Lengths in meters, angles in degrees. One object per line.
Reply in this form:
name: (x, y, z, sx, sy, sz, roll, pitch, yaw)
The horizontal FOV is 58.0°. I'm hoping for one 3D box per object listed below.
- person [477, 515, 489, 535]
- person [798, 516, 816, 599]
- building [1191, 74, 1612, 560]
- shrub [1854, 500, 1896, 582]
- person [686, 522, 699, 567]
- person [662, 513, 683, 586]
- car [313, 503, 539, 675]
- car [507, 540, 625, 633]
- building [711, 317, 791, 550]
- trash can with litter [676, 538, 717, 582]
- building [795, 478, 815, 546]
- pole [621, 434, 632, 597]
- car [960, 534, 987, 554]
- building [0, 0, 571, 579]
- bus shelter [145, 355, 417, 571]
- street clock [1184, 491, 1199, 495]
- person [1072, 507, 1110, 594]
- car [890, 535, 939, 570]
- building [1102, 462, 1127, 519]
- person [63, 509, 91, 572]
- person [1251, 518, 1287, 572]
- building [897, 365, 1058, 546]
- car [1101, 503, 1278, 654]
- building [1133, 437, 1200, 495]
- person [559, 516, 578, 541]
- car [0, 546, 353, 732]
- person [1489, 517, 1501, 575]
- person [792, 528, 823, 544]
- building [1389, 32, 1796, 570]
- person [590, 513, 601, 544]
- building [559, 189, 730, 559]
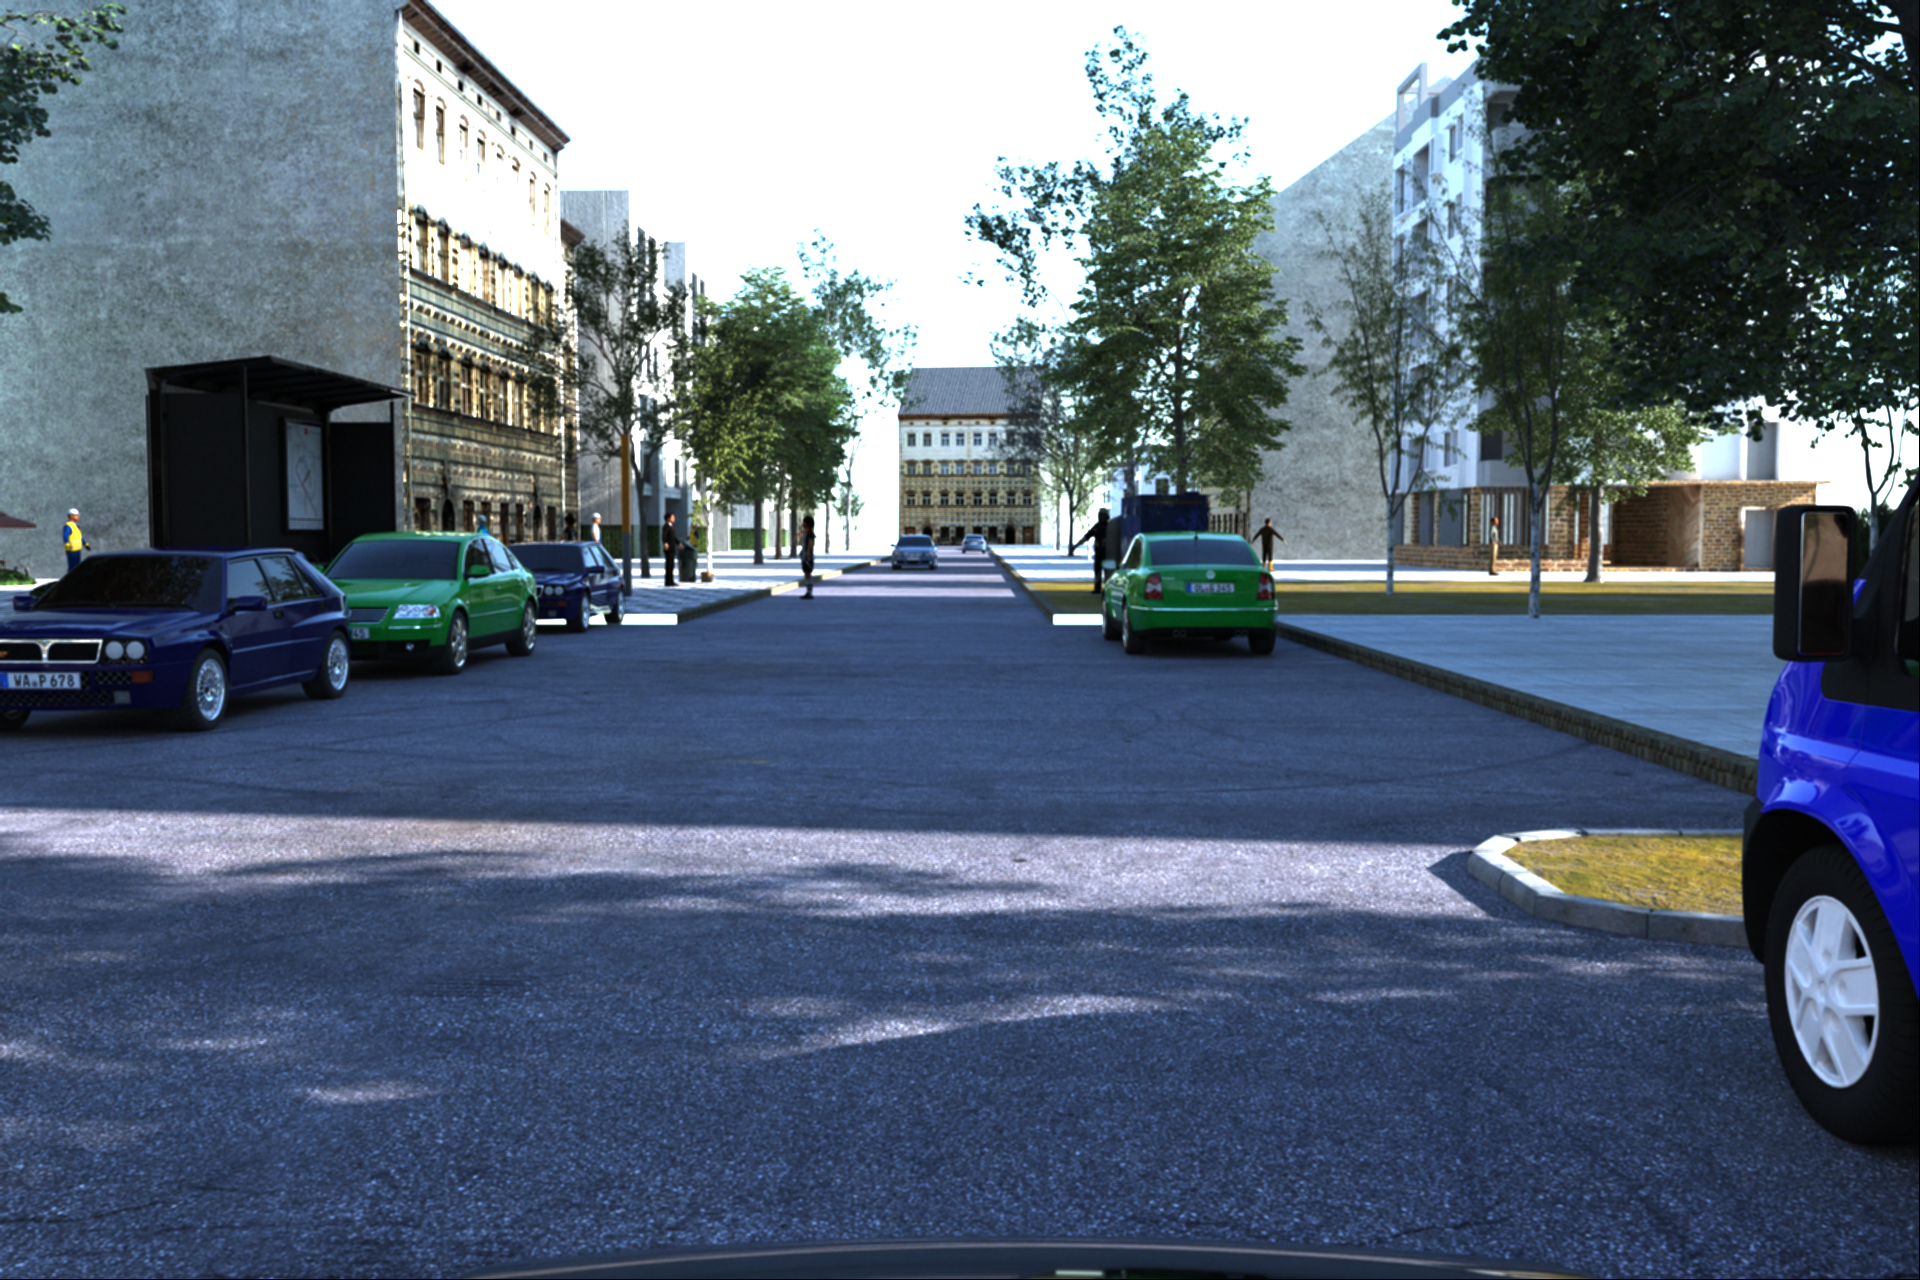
person: (-13.670, -2.649, 49.436, 0.704, 1.817, 1.347, 0, 4, 2)
person: (-3.389, -1.815, 38.284, 0.704, 1.843, 1.345, -1, 4, -11)
building: (23.248, -15.993, 92.413, 19.493, 23.208, 18.063, 0, 3, 0)
shrub: (19.202, -1.929, 35.953, 1.690, 2.028, 1.600, 0, 3, 0)
person: (-10.310, -3.675, 66.545, 0.721, 1.772, 1.216, -2, 4, -29)
person: (-7.107, -2.224, 42.554, 0.705, 1.806, 1.347, 0, 4, 7)
car: (-5.953, -0.626, 19.025, 1.959, 1.807, 4.718, 0, 4, 1)
car: (-6.271, -0.843, 26.370, 1.945, 1.354, 3.894, 0, 4, 1)
building: (-24.966, -17.769, 156.979, 16.747, 18.905, 31.486, 0, 4, 1)
trash can with litter: (-7.013, -2.122, 46.076, 1.055, 1.170, 0.624, 0, 4, 1)
building: (-26.184, -21.978, 190.276, 19.493, 23.208, 18.063, 0, 4, 1)
pole: (-6.818, -2.542, 35.406, 0.158, 3.312, 0.155, 0, 3, 0)
car: (1.026, -7.152, 128.942, 2.014, 1.417, 4.499, 0, 3, 0)
building: (-24.696, -13.853, 57.433, 19.493, 23.208, 18.063, 0, 4, 1)
bus shelter: (-9.916, -2.118, 25.909, 1.731, 3.624, 6.357, 0, 3, 0)
street clock: (3.935, -1.523, 29.466, 0.358, 2.002, 0.471, 0, 4, 1)
person: (3.052, -1.918, 37.136, 1.354, 1.856, 0.705, 2, 4, 28)
car: (-1.829, -3.591, 70.723, 2.014, 1.417, 4.499, 0, 4, 1)
building: (21.923, -15.833, 201.010, 9.099, 9.664, 28.070, 0, 4, 1)
person: (-19.434, -1.961, 38.036, 0.705, 1.833, 1.349, -1, 4, -9)
person: (10.485, -3.231, 58.962, 1.346, 1.812, 0.704, 3, 4, 37)
building: (2.624, -23.951, 224.982, 18.063, 23.208, 19.493, 1, 4, 10)
car: (2.835, -0.810, 22.044, 1.959, 1.807, 4.718, 0, 4, -1)
building: (21.434, -13.536, 163.466, 9.099, 9.664, 28.070, 0, 4, 1)
person: (-11.590, -2.759, 51.261, 0.704, 1.843, 1.345, 1, 4, 15)
car: (-6.282, -0.075, 13.799, 1.945, 1.354, 3.894, 0, 4, 1)
person: (16.586, -2.905, 53.766, 0.705, 1.796, 1.348, 2, 4, 26)
person: (-5.670, -3.513, 64.234, 1.217, 1.733, 0.721, -2, 4, -28)
building: (23.117, -13.118, 70.907, 16.016, 20.090, 11.380, 0, 4, 1)
person: (-9.870, -2.522, 47.091, 0.705, 1.847, 1.347, -1, 4, -11)
building: (-24.873, -14.598, 105.132, 16.747, 18.905, 31.486, 0, 4, 1)
